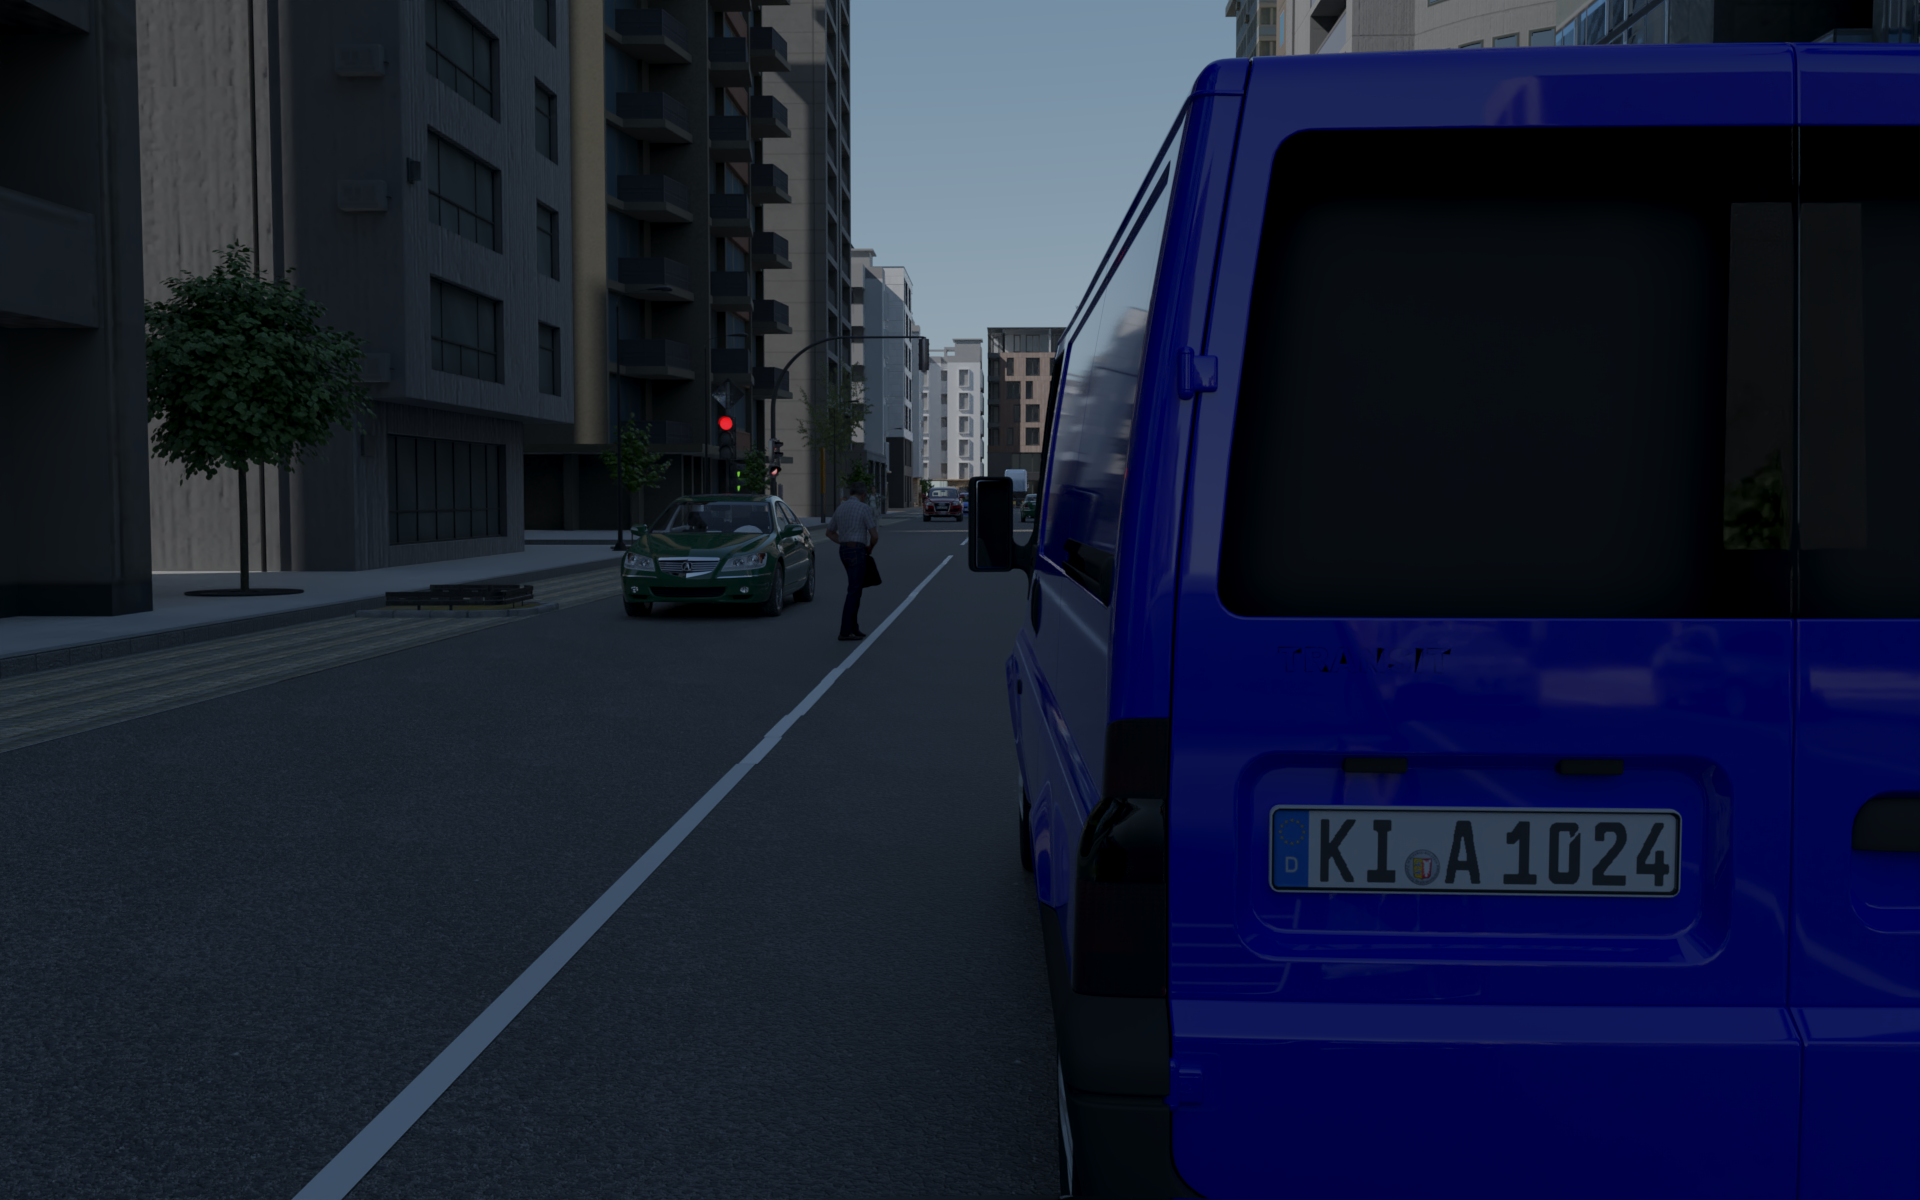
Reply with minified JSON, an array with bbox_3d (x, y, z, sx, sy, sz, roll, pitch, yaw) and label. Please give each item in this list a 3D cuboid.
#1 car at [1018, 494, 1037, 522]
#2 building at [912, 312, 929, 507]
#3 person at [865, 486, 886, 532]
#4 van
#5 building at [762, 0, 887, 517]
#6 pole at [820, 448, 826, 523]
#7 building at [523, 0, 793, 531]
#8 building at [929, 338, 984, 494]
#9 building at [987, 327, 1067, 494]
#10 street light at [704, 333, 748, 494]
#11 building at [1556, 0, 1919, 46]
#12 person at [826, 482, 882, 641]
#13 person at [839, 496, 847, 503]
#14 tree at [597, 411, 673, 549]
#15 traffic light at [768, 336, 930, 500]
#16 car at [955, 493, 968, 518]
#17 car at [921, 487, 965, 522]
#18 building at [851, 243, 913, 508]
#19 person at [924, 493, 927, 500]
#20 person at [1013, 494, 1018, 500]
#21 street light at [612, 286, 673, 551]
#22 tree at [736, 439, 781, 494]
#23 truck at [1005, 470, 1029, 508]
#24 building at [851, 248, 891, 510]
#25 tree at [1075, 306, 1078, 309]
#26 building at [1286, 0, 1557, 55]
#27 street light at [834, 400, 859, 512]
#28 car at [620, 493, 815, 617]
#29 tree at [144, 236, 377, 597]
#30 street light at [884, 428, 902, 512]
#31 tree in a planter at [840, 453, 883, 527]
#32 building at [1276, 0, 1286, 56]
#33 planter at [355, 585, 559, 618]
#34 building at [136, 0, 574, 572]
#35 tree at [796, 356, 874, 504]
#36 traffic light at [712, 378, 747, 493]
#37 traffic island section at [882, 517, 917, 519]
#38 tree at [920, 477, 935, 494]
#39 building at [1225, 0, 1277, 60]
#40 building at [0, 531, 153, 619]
[{"bbox_3d":[4.031,-4.724,89.034,2.131,1.459,4.920,0,4,2],"label":"car"},{"bbox_3d":[-11.676,-19.521,175.581,16.016,20.091,11.380,0,4,2],"label":"building"},{"bbox_3d":[-3.210,-3.398,64.788,0.841,1.734,0.376,2,4,25],"label":"person"},{"bbox_3d":[1.133,-0.027,4.832,2.240,2.365,5.245,0,4,1],"label":"van"},{"bbox_3d":[-15.041,-40.753,104.561,20.563,71.187,20.611,0,4,2],"label":"building"},{"bbox_3d":[-6.045,-5.052,76.439,0.158,3.312,0.155,0,3,0],"label":"pole"},{"bbox_3d":[-19.077,-25.576,72.796,22.147,44.769,28.867,0,4,2],"label":"building"},{"bbox_3d":[-2.769,-22.060,217.103,11.380,20.091,16.016,0,4,2],"label":"building"},{"bbox_3d":[19.916,-23.129,222.141,32.646,21.610,27.936,0,4,2],"label":"building"},{"bbox_3d":[-6.795,-4.739,50.023,1.470,5.913,1.316,0,4,2],"label":"street light"},{"bbox_3d":[20.971,-43.459,23.226,22.319,86.520,31.000,0,4,2],"label":"building"},{"bbox_3d":[-1.069,-0.393,17.142,0.614,1.554,0.590,3,5,39],"label":"person"},{"bbox_3d":[-4.834,-3.612,71.473,0.340,1.345,0.435,1,4,21],"label":"person"},{"bbox_3d":[-7.553,-2.809,40.535,1.663,3.219,1.824,0,3,0],"label":"tree"},{"bbox_3d":[-3.265,-4.602,49.918,4.771,5.953,1.251,0,4,2],"label":"traffic light"},{"bbox_3d":[0.532,-5.812,104.609,1.945,1.707,3.694,0,4,1],"label":"car"},{"bbox_3d":[-0.872,-5.049,91.223,2.281,1.827,5.304,0,4,1],"label":"car"},{"bbox_3d":[-19.019,-18.948,153.772,27.936,21.610,32.646,0,4,2],"label":"building"},{"bbox_3d":[-3.875,-11.139,188.873,0.721,1.735,1.217,1,4,14],"label":"person"},{"bbox_3d":[4.163,-8.282,143.535,1.348,1.869,0.705,-1,4,-16],"label":"person"},{"bbox_3d":[-7.111,-4.054,38.823,1.470,5.913,1.316,0,4,2],"label":"street light"},{"bbox_3d":[-7.089,-4.042,60.688,1.663,3.219,1.824,0,3,0],"label":"tree"},{"bbox_3d":[6.016,-11.870,183.826,2.967,4.110,18.799,0,4,1],"label":"truck"},{"bbox_3d":[-13.345,-16.835,131.667,16.016,20.091,11.380,0,4,2],"label":"building"},{"bbox_3d":[16.083,-17.196,137.043,12.611,20.169,13.585,0,3,0],"label":"tree"},{"bbox_3d":[26.715,-31.613,58.876,28.212,58.520,21.231,0,4,2],"label":"building"},{"bbox_3d":[-5.663,-6.918,85.649,1.470,5.913,1.316,0,4,2],"label":"street light"},{"bbox_3d":[-2.938,-0.610,21.773,2.131,1.459,4.920,0,4,3],"label":"car"},{"bbox_3d":[-9.304,-2.353,22.178,4.285,4.588,4.351,0,3,0],"label":"tree"},{"bbox_3d":[-4.726,-9.107,121.443,1.470,5.913,1.316,0,4,2],"label":"street light"},{"bbox_3d":[-4.339,-4.734,74.616,1.991,3.239,1.994,0,4,2],"label":"tree in a planter"},{"bbox_3d":[22.127,-26.128,77.301,14.600,45.320,14.200,0,4,2],"label":"building"},{"bbox_3d":[-5.952,0.016,20.883,1.991,0.319,1.994,0,4,2],"label":"planter"},{"bbox_3d":[-15.770,-16.087,34.717,14.107,30.474,14.160,0,4,2],"label":"building"},{"bbox_3d":[-6.481,-8.645,91.711,4.737,8.622,4.395,0,3,0],"label":"tree"},{"bbox_3d":[-5.598,-3.244,41.964,0.839,4.253,0.868,0,4,2],"label":"traffic light"},{"bbox_3d":[-3.523,-4.818,101.643,1.991,0.108,1.994,0,4,2],"label":"traffic island section"},{"bbox_3d":[-3.557,-11.993,190.681,1.663,3.219,1.824,0,3,0],"label":"tree"},{"bbox_3d":[30.777,-25.676,111.681,32.217,40.220,23.993,0,4,2],"label":"building"},{"bbox_3d":[-19.807,-23.465,7.352,21.300,48.544,21.600,0,4,2],"label":"building"}]
